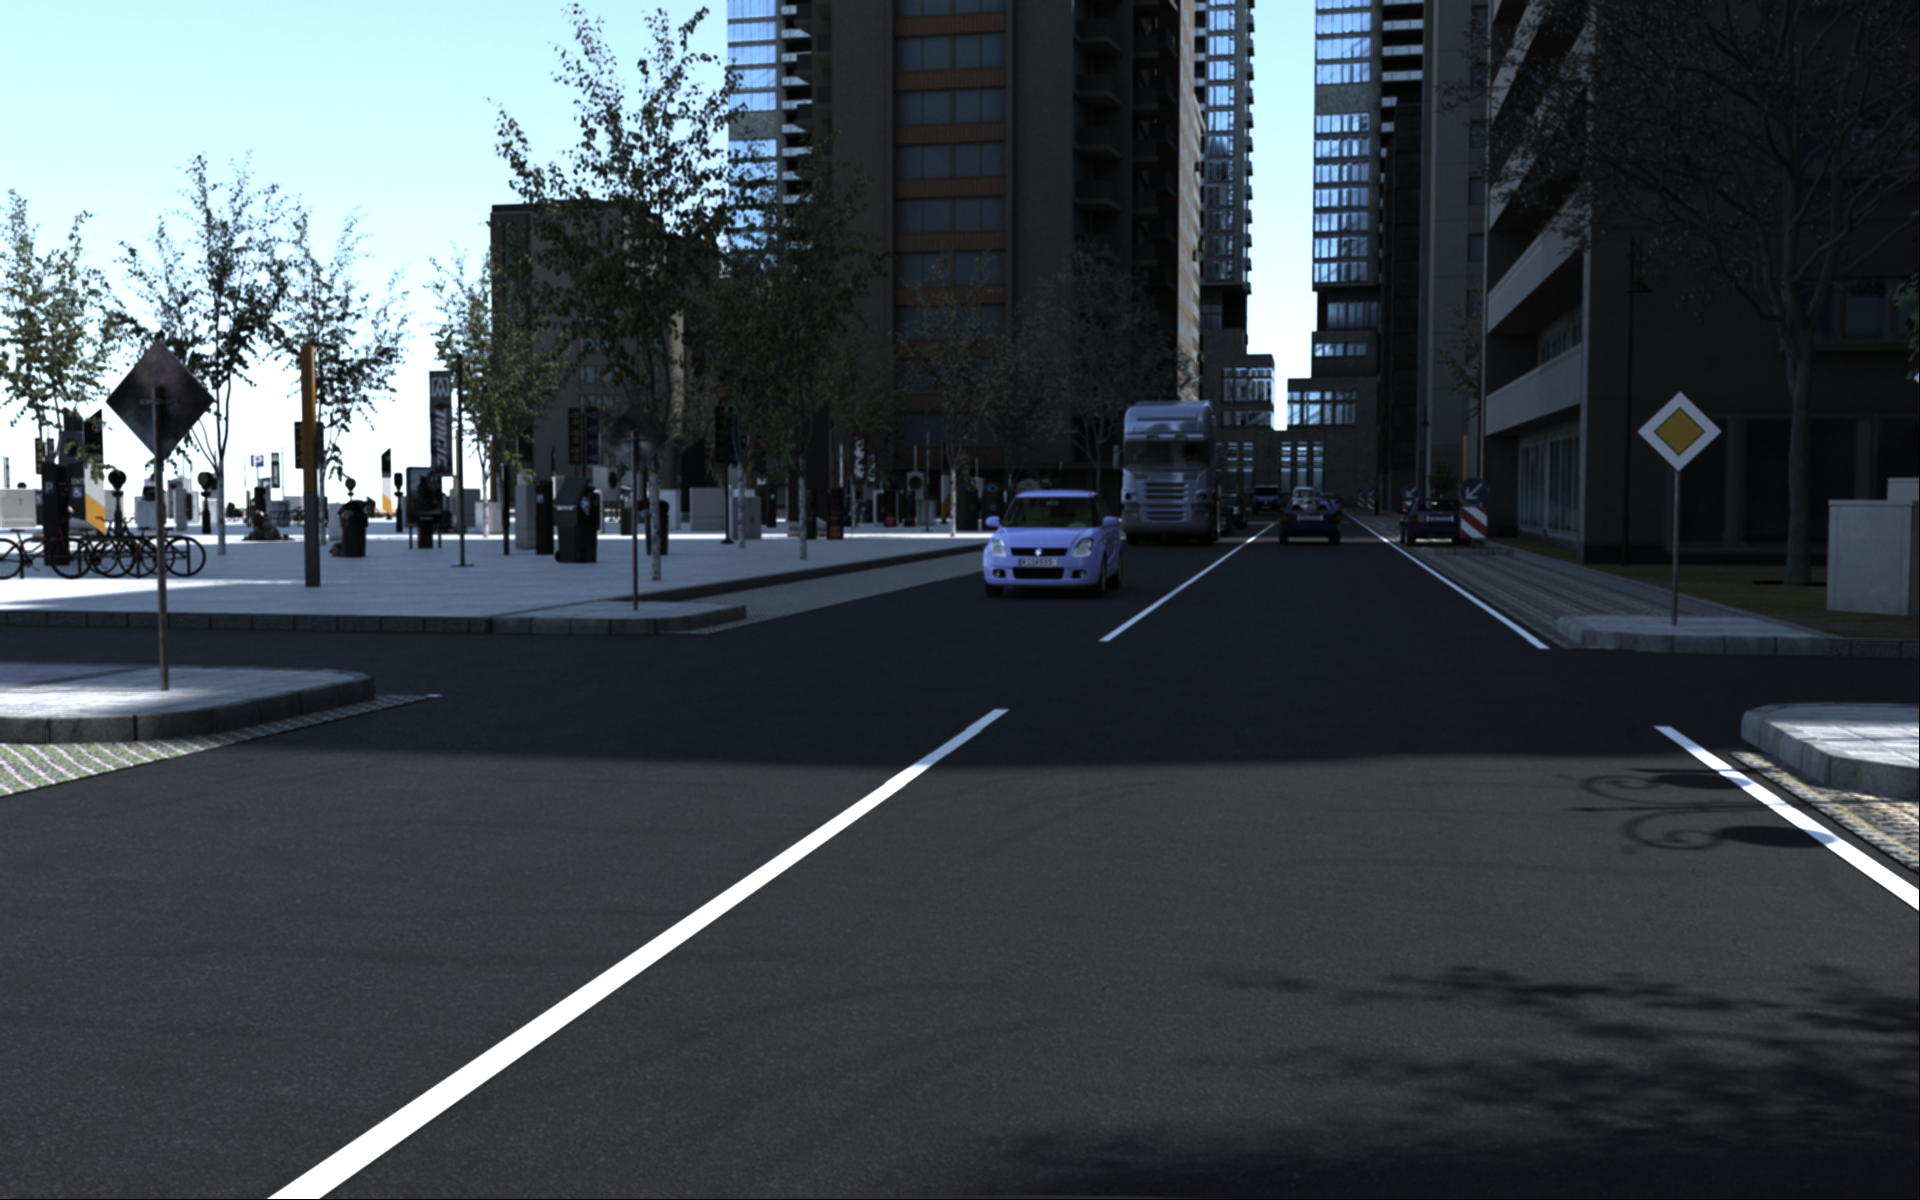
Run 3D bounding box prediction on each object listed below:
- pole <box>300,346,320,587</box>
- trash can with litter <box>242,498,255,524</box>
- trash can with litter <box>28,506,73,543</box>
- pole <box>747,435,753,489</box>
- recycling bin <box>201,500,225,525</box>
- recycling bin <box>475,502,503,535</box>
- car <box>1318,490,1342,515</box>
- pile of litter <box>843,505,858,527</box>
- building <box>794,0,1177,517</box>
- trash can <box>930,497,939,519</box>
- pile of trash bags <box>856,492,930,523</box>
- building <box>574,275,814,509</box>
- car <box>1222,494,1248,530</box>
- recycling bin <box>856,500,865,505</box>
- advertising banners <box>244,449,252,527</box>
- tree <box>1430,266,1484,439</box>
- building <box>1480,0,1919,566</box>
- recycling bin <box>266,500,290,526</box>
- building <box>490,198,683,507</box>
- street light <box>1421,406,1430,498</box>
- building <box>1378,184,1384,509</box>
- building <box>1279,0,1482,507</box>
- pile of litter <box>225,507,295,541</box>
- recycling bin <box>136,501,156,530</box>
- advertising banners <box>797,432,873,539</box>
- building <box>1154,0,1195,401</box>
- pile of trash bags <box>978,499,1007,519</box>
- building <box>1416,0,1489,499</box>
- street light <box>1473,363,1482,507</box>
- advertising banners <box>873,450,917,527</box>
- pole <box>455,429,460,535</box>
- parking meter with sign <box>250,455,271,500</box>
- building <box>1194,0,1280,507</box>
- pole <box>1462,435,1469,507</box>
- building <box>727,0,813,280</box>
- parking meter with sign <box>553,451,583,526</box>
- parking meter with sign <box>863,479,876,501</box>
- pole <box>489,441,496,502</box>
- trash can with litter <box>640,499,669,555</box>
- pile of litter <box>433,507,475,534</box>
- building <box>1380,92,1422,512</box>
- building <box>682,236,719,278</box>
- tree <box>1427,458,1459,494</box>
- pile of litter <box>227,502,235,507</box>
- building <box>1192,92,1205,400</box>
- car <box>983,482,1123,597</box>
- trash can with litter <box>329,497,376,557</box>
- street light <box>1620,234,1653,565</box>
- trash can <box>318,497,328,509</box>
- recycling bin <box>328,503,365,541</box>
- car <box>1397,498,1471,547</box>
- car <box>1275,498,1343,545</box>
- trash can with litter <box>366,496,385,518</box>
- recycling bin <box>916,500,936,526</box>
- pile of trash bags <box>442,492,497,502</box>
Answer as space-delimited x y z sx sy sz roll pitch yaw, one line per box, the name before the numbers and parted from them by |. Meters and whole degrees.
pole | -8.976 -1.840 23.924 0.158 3.312 0.155 0 3 0
trash can with litter | -30.566 -3.872 74.696 1.055 1.170 0.624 2 4 31
trash can with litter | -24.149 -2.114 45.948 1.055 1.170 0.624 -3 5 -41
pole | -7.310 -4.067 60.333 0.158 3.312 0.155 0 3 0
recycling bin | -31.250 -3.665 72.484 0.722 1.027 0.722 3 5 44
recycling bin | -14.925 -2.596 55.005 0.722 1.027 0.722 -3 4 -37
car | 25.898 -6.870 121.920 1.945 1.707 3.694 1 4 13
pile of litter | -4.776 -3.332 68.442 1.719 0.858 1.176 -2 4 -23
building | 1.876 -27.779 108.805 22.147 44.769 28.867 1 4 12
trash can | -1.400 -4.518 85.514 0.748 1.137 0.748 0 3 0
pile of trash bags | -3.047 -4.134 77.342 3.447 1.369 1.912 -1 4 -12
building | -16.703 -19.396 162.165 28.899 21.520 27.650 1 4 12
car | 10.879 -3.767 71.372 2.009 1.686 4.222 1 4 14
recycling bin | -4.841 -4.157 80.515 0.722 1.027 0.722 1 4 9
advertising banners | -27.768 -4.361 67.488 0.090 3.025 2.074 -1 4 -17
tree | 17.656 -6.509 56.781 4.360 8.622 3.978 0 3 0
building | 24.002 -25.367 38.447 21.300 48.544 21.600 1 4 12
recycling bin | -27.311 -3.467 69.241 0.722 1.027 0.722 1 4 23
building | -37.312 -24.563 173.312 14.107 30.474 14.160 1 4 12
street light | 24.080 -7.151 89.703 0.468 5.910 1.993 1 4 12
building | 41.796 -22.645 141.947 14.160 30.474 14.107 1 4 12
building | 48.702 -53.039 179.854 31.000 86.520 22.319 1 4 12
pile of litter | -19.135 -2.061 47.659 1.719 0.858 1.176 2 4 26
recycling bin | -28.720 -2.990 61.446 0.722 1.027 0.722 0 4 -7
advertising banners | -3.564 -3.224 48.894 2.074 3.025 0.090 0 4 6
building | 9.982 -29.317 129.443 14.600 45.320 14.200 1 4 12
pile of trash bags | 1.166 -4.833 88.771 1.912 1.369 3.447 -2 4 -27
building | 38.663 -34.376 104.044 21.231 58.520 28.212 1 4 12
street light | 18.087 -5.356 60.358 0.468 5.910 1.993 1 4 12
advertising banners | -2.699 -4.360 67.471 2.074 3.025 0.090 0 4 -2
pole | -15.774 -3.712 54.540 0.158 3.312 0.155 0 3 0
parking meter with sign | -30.539 -4.873 75.942 0.543 3.016 1.738 -3 4 -38
building | 18.325 -53.416 186.030 31.000 86.520 22.319 1 4 12
pole | 17.466 -4.036 59.840 0.158 3.312 0.155 0 3 0
building | -12.745 -53.816 192.568 31.000 86.520 22.319 1 4 12
parking meter with sign | -16.078 -4.538 70.451 1.738 3.016 0.543 3 5 42
parking meter with sign | -4.705 -5.766 90.535 1.738 3.016 0.543 0 4 0
pole | -18.075 -4.473 66.973 0.158 3.312 0.155 0 3 0
trash can with litter | -6.496 -1.553 36.785 0.624 1.170 1.055 -1 4 -12
pile of litter | -16.638 -2.607 56.583 1.719 0.858 1.176 -3 4 -37
building | 38.699 -21.718 126.794 14.160 30.474 14.107 1 4 12
building | -35.723 -25.860 194.515 14.107 30.474 14.160 1 4 12
tree | 25.637 -5.984 92.444 1.663 3.219 1.824 0 3 0
pile of litter | -40.221 -4.964 95.131 1.719 0.858 1.176 -3 5 -42
building | 9.204 -28.247 153.724 23.993 40.220 32.217 1 4 12
car | 1.400 -0.961 25.310 1.945 1.707 3.694 1 4 11
trash can with litter | -12.555 -1.467 35.372 1.055 1.170 0.624 3 5 41
street light | 11.985 -3.563 31.035 0.468 5.910 1.993 1 4 12
trash can | -37.614 -5.534 102.138 0.748 1.137 0.748 0 3 0
recycling bin | -17.040 -2.176 48.135 0.722 1.027 0.722 2 4 27
car | 13.231 -2.186 48.321 1.945 1.354 3.894 1 4 11
car | 10.175 -2.319 50.500 1.945 1.354 3.894 1 4 10
trash can with litter | -31.441 -4.995 93.059 1.055 1.170 0.624 0 4 2
recycling bin | -1.383 -3.571 70.939 0.722 1.027 0.722 1 4 9
pile of trash bags | -28.139 -5.452 98.894 3.447 1.369 1.912 -1 4 -23
